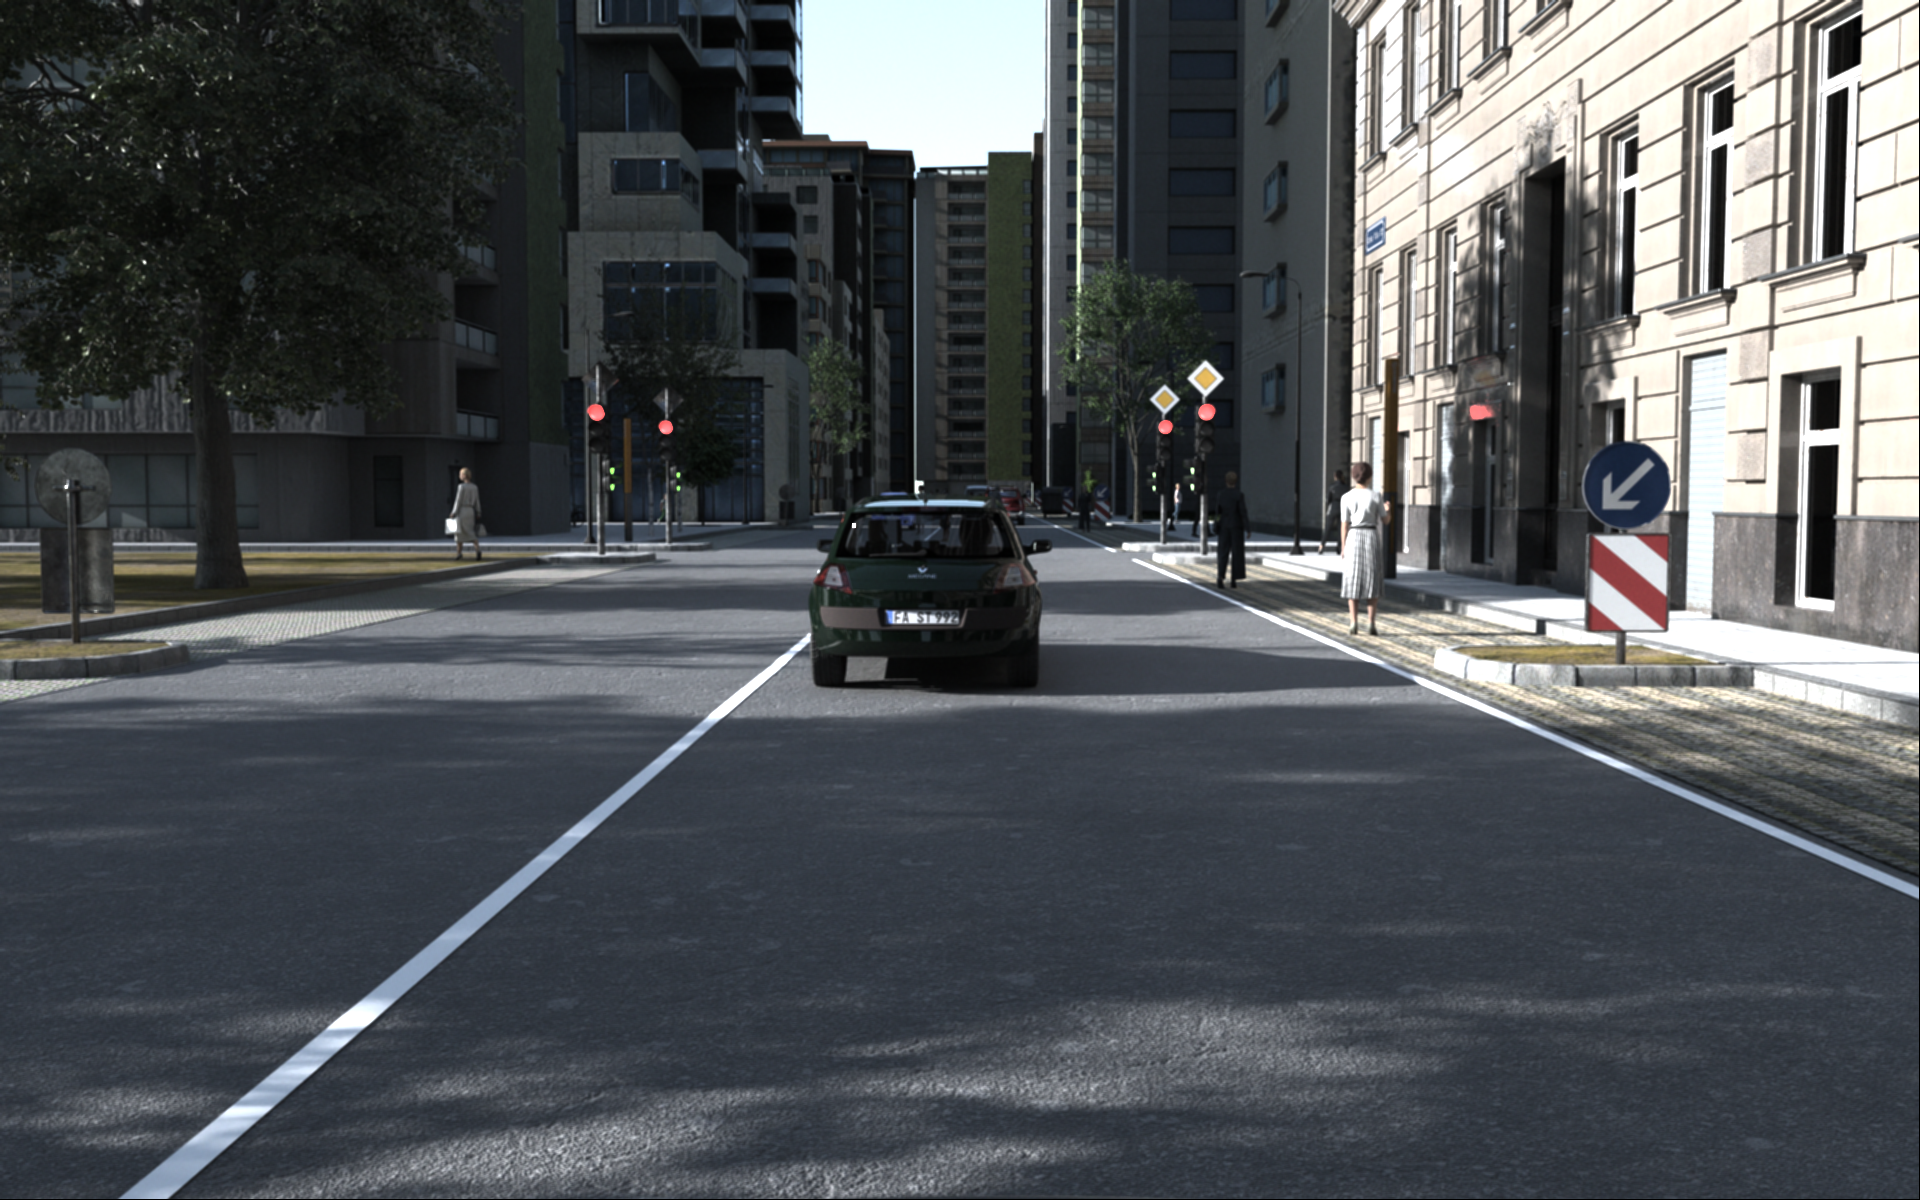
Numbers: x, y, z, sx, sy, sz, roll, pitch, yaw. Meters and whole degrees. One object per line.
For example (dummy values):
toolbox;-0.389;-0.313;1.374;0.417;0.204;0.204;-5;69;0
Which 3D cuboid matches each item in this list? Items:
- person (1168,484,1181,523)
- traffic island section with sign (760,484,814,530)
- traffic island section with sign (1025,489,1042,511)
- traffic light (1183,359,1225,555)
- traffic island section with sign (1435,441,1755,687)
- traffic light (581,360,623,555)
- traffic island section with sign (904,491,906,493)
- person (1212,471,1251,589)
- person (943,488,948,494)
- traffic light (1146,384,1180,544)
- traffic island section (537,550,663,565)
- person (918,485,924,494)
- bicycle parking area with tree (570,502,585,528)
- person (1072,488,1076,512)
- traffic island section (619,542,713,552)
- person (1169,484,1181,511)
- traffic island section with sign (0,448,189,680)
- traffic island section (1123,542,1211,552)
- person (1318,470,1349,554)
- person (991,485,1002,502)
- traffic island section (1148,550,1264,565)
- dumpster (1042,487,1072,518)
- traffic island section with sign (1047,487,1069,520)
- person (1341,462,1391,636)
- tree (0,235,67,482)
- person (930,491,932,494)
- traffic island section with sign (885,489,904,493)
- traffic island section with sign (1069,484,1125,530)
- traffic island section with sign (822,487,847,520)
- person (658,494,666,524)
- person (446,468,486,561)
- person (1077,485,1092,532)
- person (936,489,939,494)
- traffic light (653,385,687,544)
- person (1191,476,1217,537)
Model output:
person;9.433;-4.235;75.952;0.598;1.740;0.731;0;4;-3
traffic island section with sign;-6.883;-3.702;69.159;1.989;1.847;2.006;0;4;1
traffic island section with sign;6.426;-8.415;146.210;1.989;1.847;2.006;0;4;1
traffic light;5.109;-2.898;36.311;0.839;4.253;0.868;0;4;1
traffic island section with sign;4.884;-0.312;13.722;1.989;1.847;2.006;0;4;1
traffic light;-7.552;-2.906;36.442;0.839;4.253;0.868;0;4;1
traffic island section with sign;-5.674;-10.074;173.340;1.989;1.847;2.006;0;4;1
person;4.101;-1.053;26.144;0.576;1.772;0.534;1;4;9
person;-0.738;-5.396;97.308;0.643;1.750;0.593;1;4;15
traffic light;5.201;-3.387;44.296;0.839;4.253;0.868;0;4;1
traffic island section;-7.592;-0.874;36.577;2.009;0.180;2.903;0;4;1
person;-1.474;-3.196;61.320;0.480;1.755;0.524;3;5;41
bicycle parking area with tree;-18.558;-4.686;63.621;8.231;4.147;9.016;1;4;23
person;8.085;-7.192;124.188;0.434;1.755;0.990;1;4;22
traffic island section;-7.499;-1.363;44.561;2.009;0.180;2.903;0;4;1
person;10.911;-5.027;88.329;0.767;1.812;0.694;2;4;31
traffic island section with sign;-7.528;-0.339;14.177;1.989;1.847;2.006;0;4;1
traffic island section;5.241;-1.353;44.409;2.009;0.180;2.903;0;4;1
person;7.936;-1.862;36.757;0.520;1.790;0.573;-1;4;-22
person;1.430;-3.400;64.489;0.834;1.777;0.661;-2;4;-34
traffic island section;5.149;-0.865;36.424;2.009;0.180;2.903;0;4;1
dumpster;5.698;-5.719;101.728;1.865;1.857;1.264;0;4;0
traffic island section with sign;5.855;-5.367;96.373;1.989;1.847;2.006;0;4;1
person;4.105;-0.517;17.522;0.480;1.755;0.524;1;4;17
tree;-19.504;-5.062;33.126;4.360;8.622;3.978;0;3;0
person;-2.929;-10.179;175.861;0.756;1.711;0.436;-3;4;-39
traffic island section with sign;-5.984;-8.421;146.310;1.989;1.847;2.006;0;4;1
traffic island section with sign;5.530;-3.718;69.420;1.989;1.847;2.006;0;4;1
traffic island section with sign;-6.580;-5.351;96.113;1.989;1.847;2.006;0;4;1
person;-12.588;-3.880;73.725;0.590;1.304;0.306;1;4;21
person;-9.460;-1.638;33.182;0.694;1.780;0.624;-3;5;-43
person;4.634;-3.397;64.466;0.576;1.772;0.534;0;4;2
person;-1.915;-8.296;144.141;0.705;1.823;1.348;1;4;21
traffic light;-7.459;-3.395;44.426;0.839;4.253;0.868;0;4;1
person;7.241;-2.787;51.388;0.755;1.850;0.659;2;4;25
